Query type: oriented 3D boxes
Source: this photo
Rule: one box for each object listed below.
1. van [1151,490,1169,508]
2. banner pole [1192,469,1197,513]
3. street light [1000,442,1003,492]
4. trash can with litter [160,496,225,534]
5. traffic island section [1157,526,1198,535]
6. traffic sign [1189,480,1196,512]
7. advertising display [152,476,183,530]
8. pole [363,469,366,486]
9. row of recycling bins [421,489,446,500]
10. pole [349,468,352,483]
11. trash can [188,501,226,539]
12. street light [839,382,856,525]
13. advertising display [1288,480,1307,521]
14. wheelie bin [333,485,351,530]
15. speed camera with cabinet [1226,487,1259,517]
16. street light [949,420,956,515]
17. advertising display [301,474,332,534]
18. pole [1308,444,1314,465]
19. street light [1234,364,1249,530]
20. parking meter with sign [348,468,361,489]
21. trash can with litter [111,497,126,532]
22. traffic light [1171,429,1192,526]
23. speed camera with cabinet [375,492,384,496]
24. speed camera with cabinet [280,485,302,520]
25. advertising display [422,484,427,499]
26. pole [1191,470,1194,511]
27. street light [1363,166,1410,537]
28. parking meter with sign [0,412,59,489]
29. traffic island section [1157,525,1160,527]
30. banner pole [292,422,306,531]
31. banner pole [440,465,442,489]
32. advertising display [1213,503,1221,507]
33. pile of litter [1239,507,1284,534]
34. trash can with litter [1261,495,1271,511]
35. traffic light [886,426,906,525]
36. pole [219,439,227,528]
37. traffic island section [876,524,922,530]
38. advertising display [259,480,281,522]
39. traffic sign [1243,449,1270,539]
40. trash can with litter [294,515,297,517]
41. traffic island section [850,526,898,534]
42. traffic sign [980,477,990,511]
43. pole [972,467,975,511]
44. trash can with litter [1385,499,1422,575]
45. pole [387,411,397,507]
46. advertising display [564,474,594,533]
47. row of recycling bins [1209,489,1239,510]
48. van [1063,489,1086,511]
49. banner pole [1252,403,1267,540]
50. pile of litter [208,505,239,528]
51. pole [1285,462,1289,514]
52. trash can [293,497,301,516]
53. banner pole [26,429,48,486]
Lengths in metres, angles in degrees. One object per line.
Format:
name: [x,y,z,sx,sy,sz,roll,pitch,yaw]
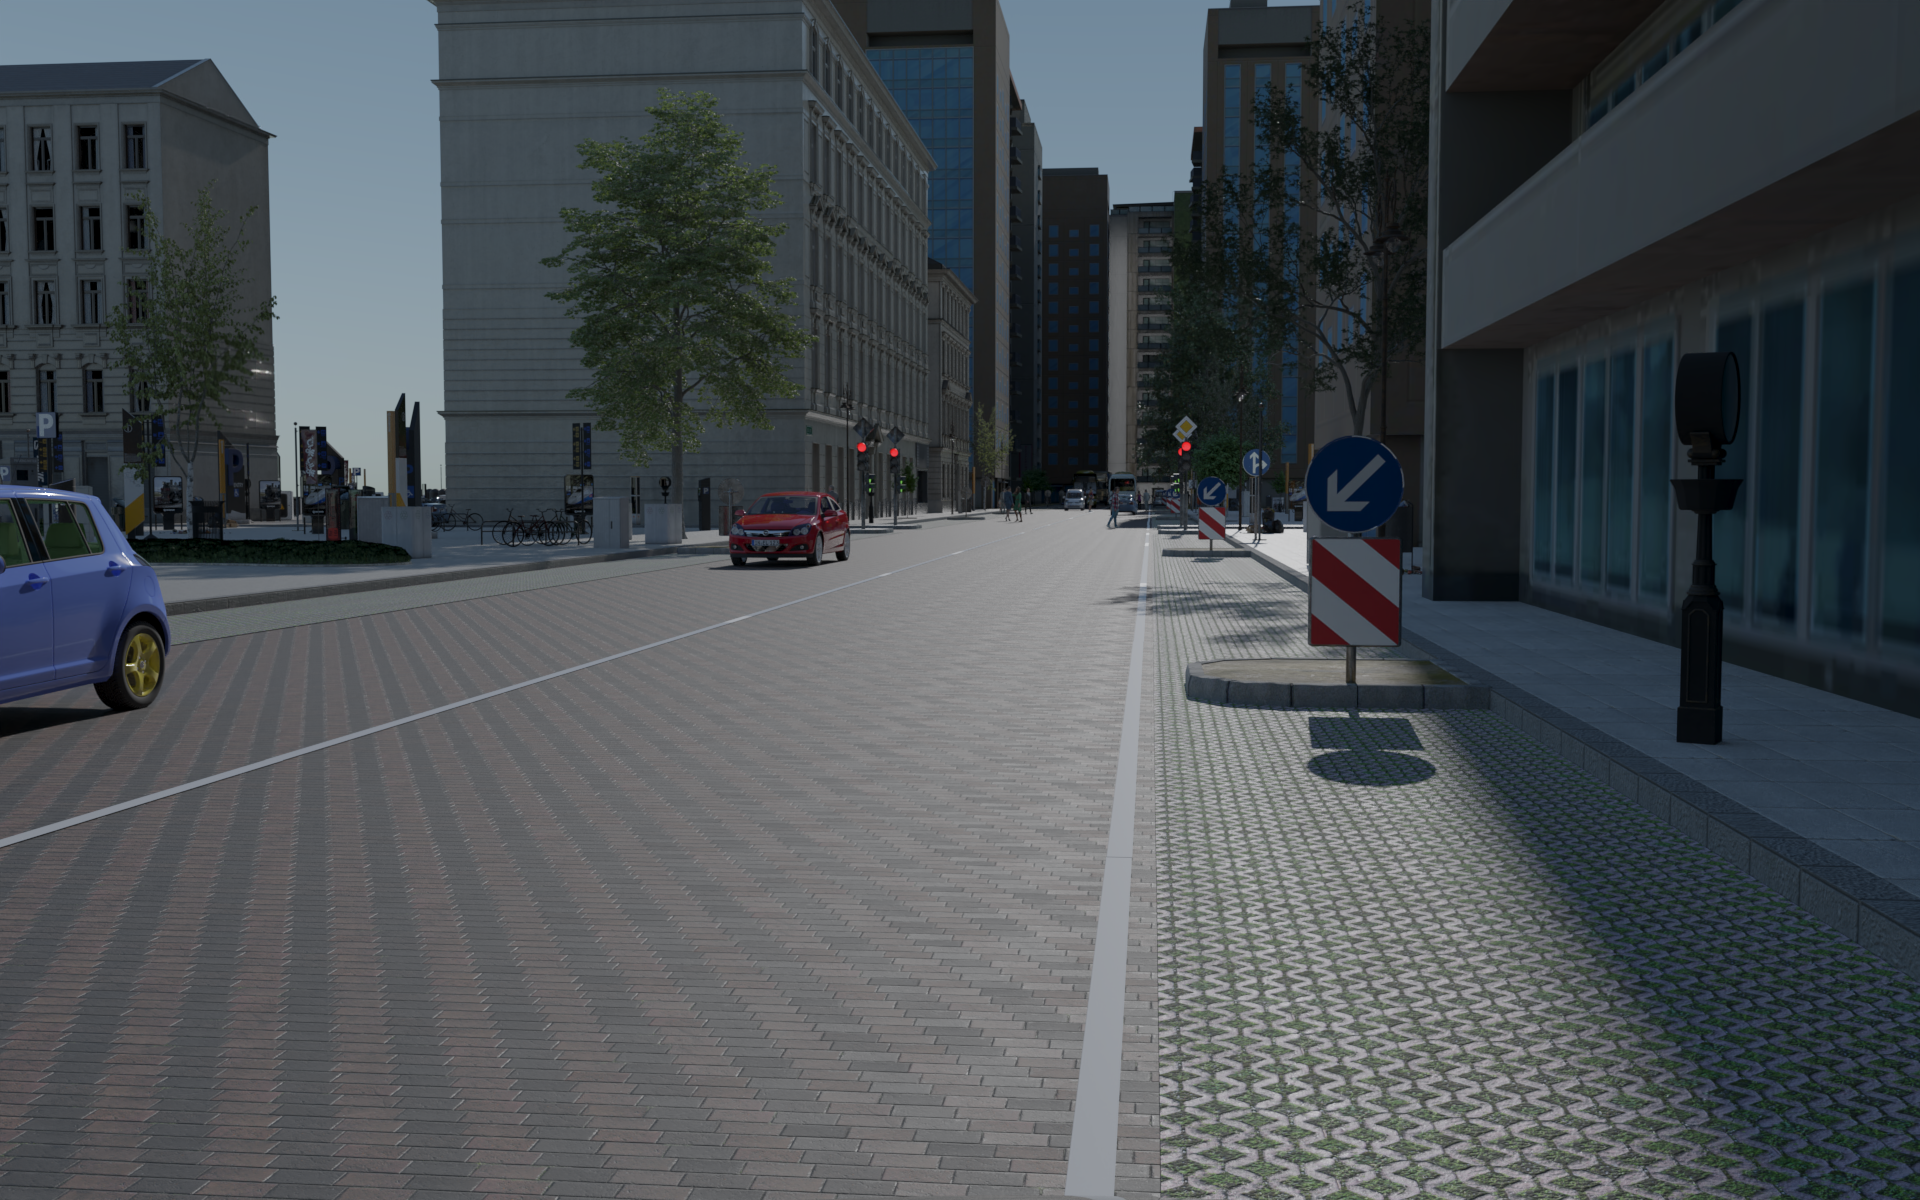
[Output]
van: [20.875,-10.561,179.681,2.013,2.044,4.112,0,4,5]
banner pole: [15.915,-7.792,117.414,0.401,3.779,0.863,-1,4,-17]
street light: [3.527,-10.570,145.610,0.468,5.910,1.993,0,4,6]
trash can with litter: [-24.971,-2.763,56.240,2.233,1.210,1.678,1,4,23]
traffic island section: [8.112,-2.438,62.142,2.009,0.180,2.903,0,4,6]
traffic sign: [16.947,-7.581,126.084,0.606,2.300,0.079,1,4,15]
advertising display: [-28.263,-3.462,61.813,0.974,1.923,0.123,-2,4,-35]
pole: [-47.997,-8.921,139.708,0.158,3.312,0.155,0,3,0]
row of recycling bins: [-39.948,-7.603,131.425,3.534,1.692,1.069,3,5,42]
pole: [-47.773,-8.678,135.721,0.158,3.312,0.155,0,3,0]
trash can: [-16.110,-1.556,37.090,0.748,1.137,0.748,0,3,0]
street light: [-4.659,-6.053,71.749,0.468,5.910,1.993,0,4,6]
advertising display: [15.906,-4.658,81.377,0.974,1.923,0.123,1,4,9]
wheelie bin: [-22.382,-3.355,62.760,0.980,1.594,0.693,0,4,8]
speed camera with cabinet: [15.758,-6.273,96.900,2.038,3.252,0.660,0,4,-3]
street light: [-0.486,-8.309,108.637,0.468,5.910,1.993,0,4,6]
advertising display: [-20.651,-3.084,55.643,0.974,1.923,0.123,-3,5,-43]
pole: [14.234,-4.676,70.292,0.158,3.312,0.155,0,3,0]
street light: [9.970,-5.423,61.458,0.468,5.910,1.993,0,4,6]
parking meter with sign: [-39.578,-7.127,112.786,0.543,3.016,1.738,0,4,2]
trash can with litter: [-28.236,-2.899,58.790,1.055,1.170,0.624,1,4,12]
traffic light: [8.949,-4.957,69.970,0.839,4.253,0.868,0,4,6]
speed camera with cabinet: [-44.926,-8.607,135.063,2.038,3.252,0.660,-1,4,-23]
speed camera with cabinet: [-33.055,-5.597,85.838,2.038,3.252,0.660,-1,4,-13]
advertising display: [-33.338,-6.275,107.807,0.123,1.923,0.974,-2,4,-27]
pole: [17.895,-8.540,133.477,0.158,3.312,0.155,0,3,0]
street light: [6.080,-3.183,24.834,0.468,5.910,1.993,0,4,6]
parking meter with sign: [-19.729,-2.444,36.224,0.543,3.016,1.738,1,4,19]
traffic island section: [8.988,-2.923,70.079,2.009,0.180,2.903,0,4,6]
banner pole: [-22.939,-4.302,60.348,0.401,3.779,0.863,2,4,24]
banner pole: [-43.795,-9.555,146.241,0.401,3.779,0.863,-1,4,-17]
advertising display: [12.679,-4.930,85.815,0.123,1.923,0.974,2,4,35]
pile of litter: [9.883,-2.611,56.649,1.719,0.858,1.176,-1,4,-17]
trash can with litter: [24.145,-7.532,134.208,1.678,1.210,2.233,-3,5,-39]
traffic light: [-2.644,-5.034,71.229,0.839,4.253,0.868,0,4,6]
pole: [-27.569,-4.336,64.744,0.158,3.312,0.155,0,3,0]
traffic island section: [-2.682,-3.002,71.368,2.009,0.180,2.903,0,4,6]
advertising display: [-32.259,-4.634,80.986,0.974,1.923,0.123,-2,4,-35]
traffic sign: [8.359,-2.983,48.880,0.768,2.556,0.104,1,4,10]
trash can with litter: [-37.896,-5.271,97.246,2.233,1.210,1.678,0,4,6]
traffic island section: [-3.558,-2.517,63.431,2.009,0.180,2.903,0,4,6]
traffic sign: [1.864,-7.815,127.878,0.768,2.556,0.104,1,4,14]
pole: [1.020,-8.341,130.220,0.158,3.312,0.155,0,3,0]
trash can with litter: [7.366,-1.015,27.645,2.233,1.210,1.678,1,4,16]
pole: [-13.921,-2.974,42.474,0.158,3.312,0.155,0,3,0]
advertising display: [-12.479,-3.153,56.758,0.974,1.923,0.123,-2,4,-32]
row of recycling bins: [20.894,-7.932,136.798,1.069,1.692,3.534,-3,5,-44]
van: [9.908,-8.731,149.755,2.013,2.044,4.112,0,4,6]
banner pole: [8.367,-3.555,48.145,0.401,3.779,0.863,1,4,15]
pile of litter: [-28.095,-3.196,66.215,1.176,0.858,1.719,1,4,12]
pole: [21.042,-7.194,111.458,0.158,3.312,0.155,0,3,0]
trash can: [-38.848,-5.473,101.141,0.748,1.137,0.748,0,3,0]
banner pole: [-35.623,-4.695,66.774,0.863,3.779,0.401,-2,4,-30]
